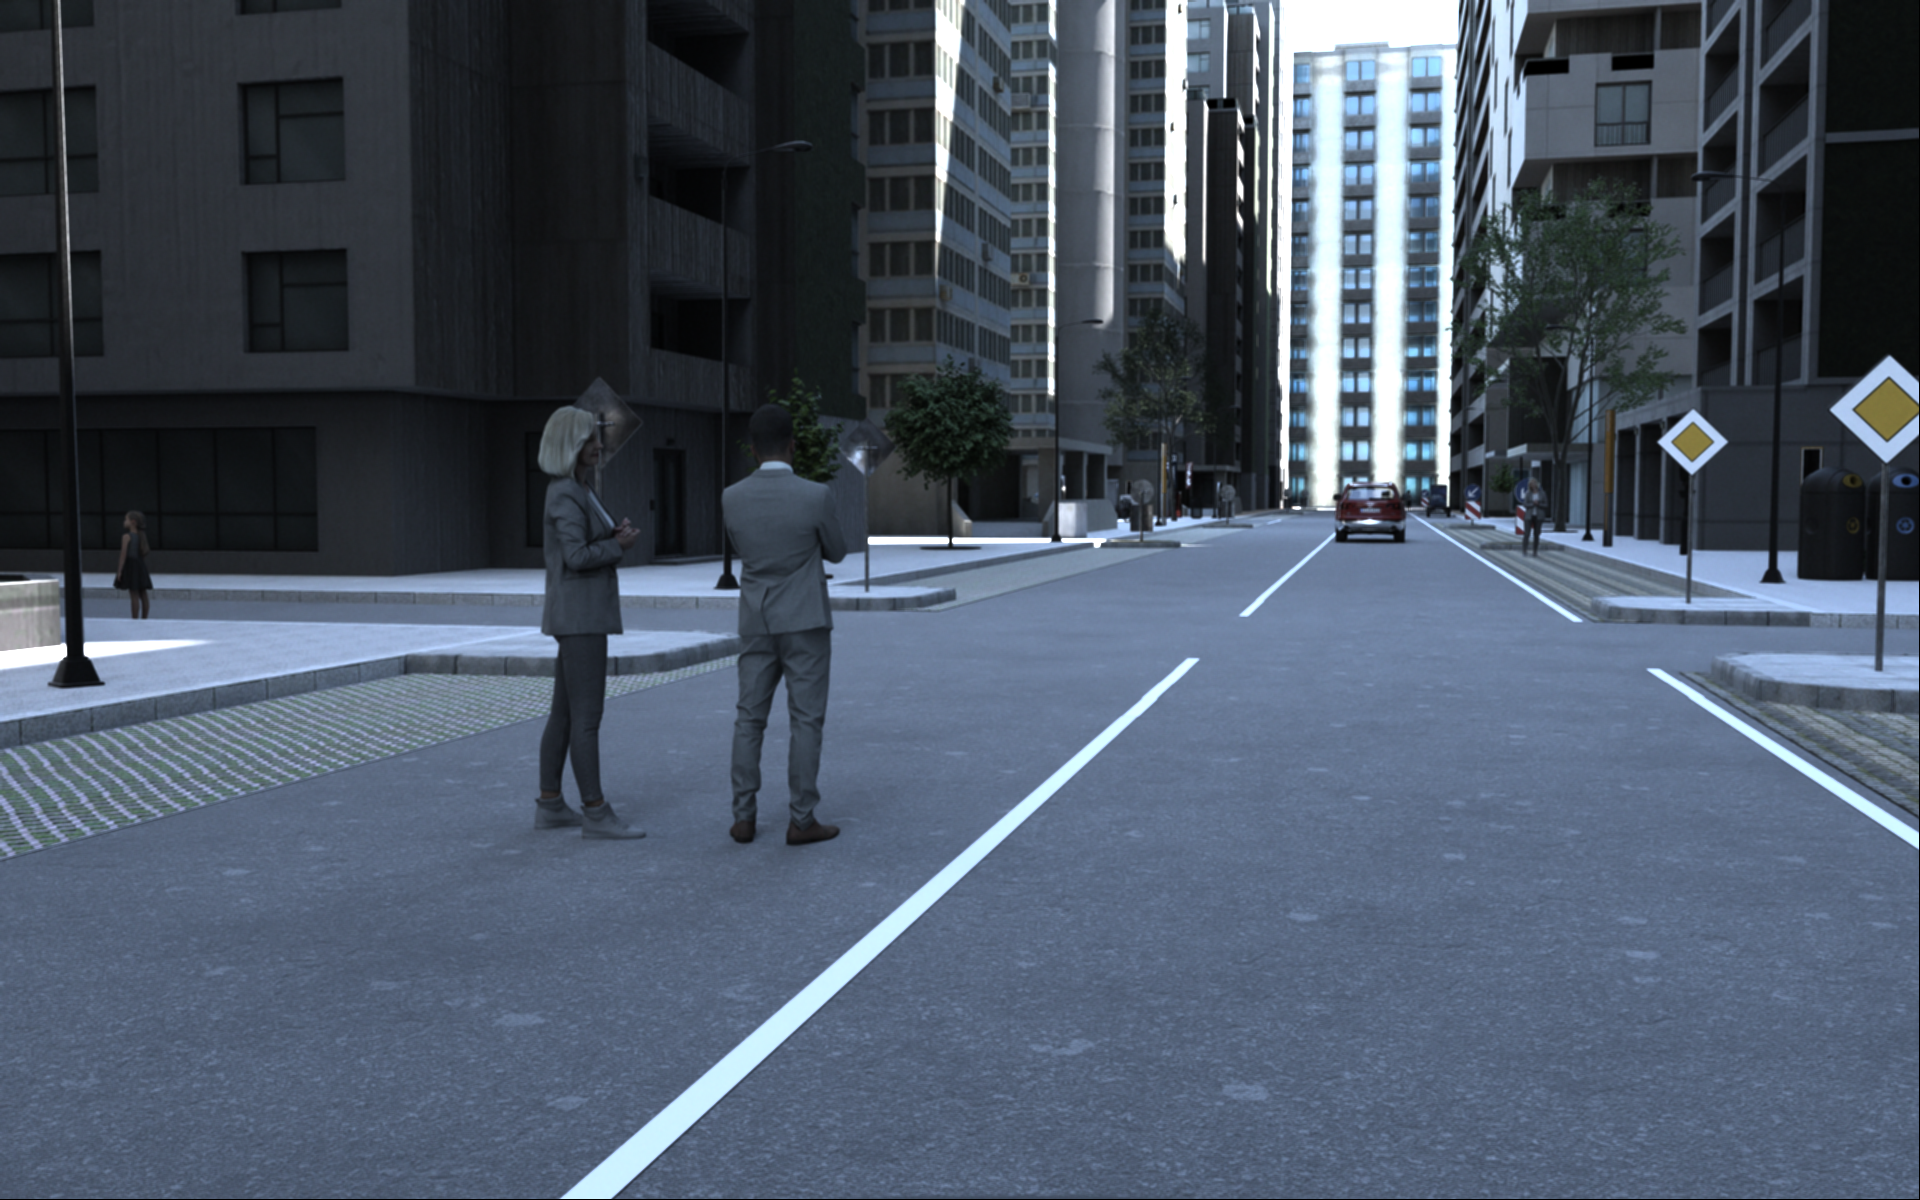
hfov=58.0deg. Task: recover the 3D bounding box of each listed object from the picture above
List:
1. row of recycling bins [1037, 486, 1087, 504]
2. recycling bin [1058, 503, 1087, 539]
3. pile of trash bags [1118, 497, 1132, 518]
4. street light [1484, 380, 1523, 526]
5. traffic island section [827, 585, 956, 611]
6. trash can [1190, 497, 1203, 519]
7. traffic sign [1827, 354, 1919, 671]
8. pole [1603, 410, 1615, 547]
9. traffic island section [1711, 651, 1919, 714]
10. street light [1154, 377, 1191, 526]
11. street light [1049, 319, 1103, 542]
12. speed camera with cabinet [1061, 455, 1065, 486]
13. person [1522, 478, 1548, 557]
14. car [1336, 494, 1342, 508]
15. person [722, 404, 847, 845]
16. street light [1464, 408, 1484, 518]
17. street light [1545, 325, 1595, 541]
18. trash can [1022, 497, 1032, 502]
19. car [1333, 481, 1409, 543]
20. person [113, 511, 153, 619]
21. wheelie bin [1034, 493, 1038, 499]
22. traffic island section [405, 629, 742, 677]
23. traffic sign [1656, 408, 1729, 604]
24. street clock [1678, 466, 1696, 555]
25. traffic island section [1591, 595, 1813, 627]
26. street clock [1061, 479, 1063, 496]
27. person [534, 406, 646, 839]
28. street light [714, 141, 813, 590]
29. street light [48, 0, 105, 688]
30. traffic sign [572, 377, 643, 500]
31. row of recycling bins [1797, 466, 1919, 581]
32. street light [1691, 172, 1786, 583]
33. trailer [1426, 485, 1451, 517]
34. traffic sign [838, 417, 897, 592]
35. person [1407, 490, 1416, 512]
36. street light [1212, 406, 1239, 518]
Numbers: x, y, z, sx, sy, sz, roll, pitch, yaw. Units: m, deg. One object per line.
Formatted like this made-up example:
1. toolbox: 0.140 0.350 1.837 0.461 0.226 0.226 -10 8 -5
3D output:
1. row of recycling bins: 5.465 -4.769 85.085 3.534 1.692 1.069 1 4 21
2. recycling bin: 3.225 -2.316 50.423 0.722 1.027 0.722 2 4 34
3. pile of trash bags: 8.300 -5.131 93.645 1.912 1.369 3.447 1 4 22
4. street light: 22.212 -5.978 70.276 1.470 5.913 1.316 1 4 14
5. traffic island section: -1.241 -0.026 22.703 2.009 0.180 2.903 1 4 14
6. trash can: 12.333 -4.809 90.281 0.748 1.137 0.748 0 3 0
7. traffic sign: 6.660 -0.541 12.496 0.795 2.450 0.064 1 4 14
8. pole: 15.776 -2.951 42.093 0.158 3.312 0.155 0 3 0
9. traffic island section: 6.684 0.594 12.568 2.009 0.180 2.903 1 4 14
10. street light: 8.452 -5.892 68.871 1.470 5.913 1.316 1 4 14
11. street light: 3.110 -4.505 46.201 1.470 5.913 1.316 1 4 14
12. speed camera with cabinet: 5.837 -5.697 87.489 2.038 3.252 0.660 1 4 18
13. person: 12.961 -1.856 39.022 0.537 1.800 0.526 1 4 21
14. car: 33.847 -8.703 151.335 2.155 1.783 4.494 1 4 14
15. person: -0.726 0.089 7.229 0.511 1.800 0.466 0 4 3
16. street light: 27.732 -7.362 92.903 1.470 5.913 1.316 1 4 14
17. street light: 16.761 -4.593 47.632 1.470 5.913 1.316 1 4 14
18. trash can: 3.026 -4.274 81.526 0.748 1.137 0.748 0 3 0
19. car: 12.539 -2.704 52.890 2.281 1.827 5.304 1 4 14
20. person: -8.781 -0.317 18.359 0.373 1.253 0.362 1 4 17
21. wheelie bin: 3.725 -4.149 75.749 0.980 1.594 0.693 0 4 5
22. traffic island section: -3.123 0.449 14.942 2.009 0.180 2.903 1 4 14
23. traffic sign: 8.542 -1.016 20.257 0.795 2.450 0.064 1 4 14
24. street clock: 15.308 -1.953 36.495 0.358 2.002 0.471 1 4 12
25. traffic island section: 8.566 0.119 20.328 2.009 0.180 2.903 1 4 14
26. street clock: 4.646 -4.695 81.331 0.358 2.002 0.471 2 4 24
27. person: -1.564 0.079 7.394 0.526 1.800 0.537 0 4 3
28. street light: -2.617 -3.092 23.101 1.470 5.913 1.316 1 4 14
29. street light: -5.405 -2.371 11.309 1.470 5.913 1.316 1 4 14
30. traffic sign: -3.098 -0.687 14.874 0.795 2.450 0.064 1 4 14
31. row of recycling bins: 14.401 -1.140 25.756 3.534 1.692 1.069 1 4 13
32. street light: 11.230 -3.209 25.008 1.470 5.913 1.316 1 4 14
33. trailer: 29.863 -6.180 108.088 1.471 1.999 3.904 1 4 15
34. traffic sign: -1.216 -1.162 22.635 0.795 2.450 0.064 1 4 14
35. person: 35.693 -7.843 137.517 0.721 1.735 1.217 -2 4 -31
36. street light: 14.017 -7.275 91.487 1.470 5.913 1.316 1 4 14
